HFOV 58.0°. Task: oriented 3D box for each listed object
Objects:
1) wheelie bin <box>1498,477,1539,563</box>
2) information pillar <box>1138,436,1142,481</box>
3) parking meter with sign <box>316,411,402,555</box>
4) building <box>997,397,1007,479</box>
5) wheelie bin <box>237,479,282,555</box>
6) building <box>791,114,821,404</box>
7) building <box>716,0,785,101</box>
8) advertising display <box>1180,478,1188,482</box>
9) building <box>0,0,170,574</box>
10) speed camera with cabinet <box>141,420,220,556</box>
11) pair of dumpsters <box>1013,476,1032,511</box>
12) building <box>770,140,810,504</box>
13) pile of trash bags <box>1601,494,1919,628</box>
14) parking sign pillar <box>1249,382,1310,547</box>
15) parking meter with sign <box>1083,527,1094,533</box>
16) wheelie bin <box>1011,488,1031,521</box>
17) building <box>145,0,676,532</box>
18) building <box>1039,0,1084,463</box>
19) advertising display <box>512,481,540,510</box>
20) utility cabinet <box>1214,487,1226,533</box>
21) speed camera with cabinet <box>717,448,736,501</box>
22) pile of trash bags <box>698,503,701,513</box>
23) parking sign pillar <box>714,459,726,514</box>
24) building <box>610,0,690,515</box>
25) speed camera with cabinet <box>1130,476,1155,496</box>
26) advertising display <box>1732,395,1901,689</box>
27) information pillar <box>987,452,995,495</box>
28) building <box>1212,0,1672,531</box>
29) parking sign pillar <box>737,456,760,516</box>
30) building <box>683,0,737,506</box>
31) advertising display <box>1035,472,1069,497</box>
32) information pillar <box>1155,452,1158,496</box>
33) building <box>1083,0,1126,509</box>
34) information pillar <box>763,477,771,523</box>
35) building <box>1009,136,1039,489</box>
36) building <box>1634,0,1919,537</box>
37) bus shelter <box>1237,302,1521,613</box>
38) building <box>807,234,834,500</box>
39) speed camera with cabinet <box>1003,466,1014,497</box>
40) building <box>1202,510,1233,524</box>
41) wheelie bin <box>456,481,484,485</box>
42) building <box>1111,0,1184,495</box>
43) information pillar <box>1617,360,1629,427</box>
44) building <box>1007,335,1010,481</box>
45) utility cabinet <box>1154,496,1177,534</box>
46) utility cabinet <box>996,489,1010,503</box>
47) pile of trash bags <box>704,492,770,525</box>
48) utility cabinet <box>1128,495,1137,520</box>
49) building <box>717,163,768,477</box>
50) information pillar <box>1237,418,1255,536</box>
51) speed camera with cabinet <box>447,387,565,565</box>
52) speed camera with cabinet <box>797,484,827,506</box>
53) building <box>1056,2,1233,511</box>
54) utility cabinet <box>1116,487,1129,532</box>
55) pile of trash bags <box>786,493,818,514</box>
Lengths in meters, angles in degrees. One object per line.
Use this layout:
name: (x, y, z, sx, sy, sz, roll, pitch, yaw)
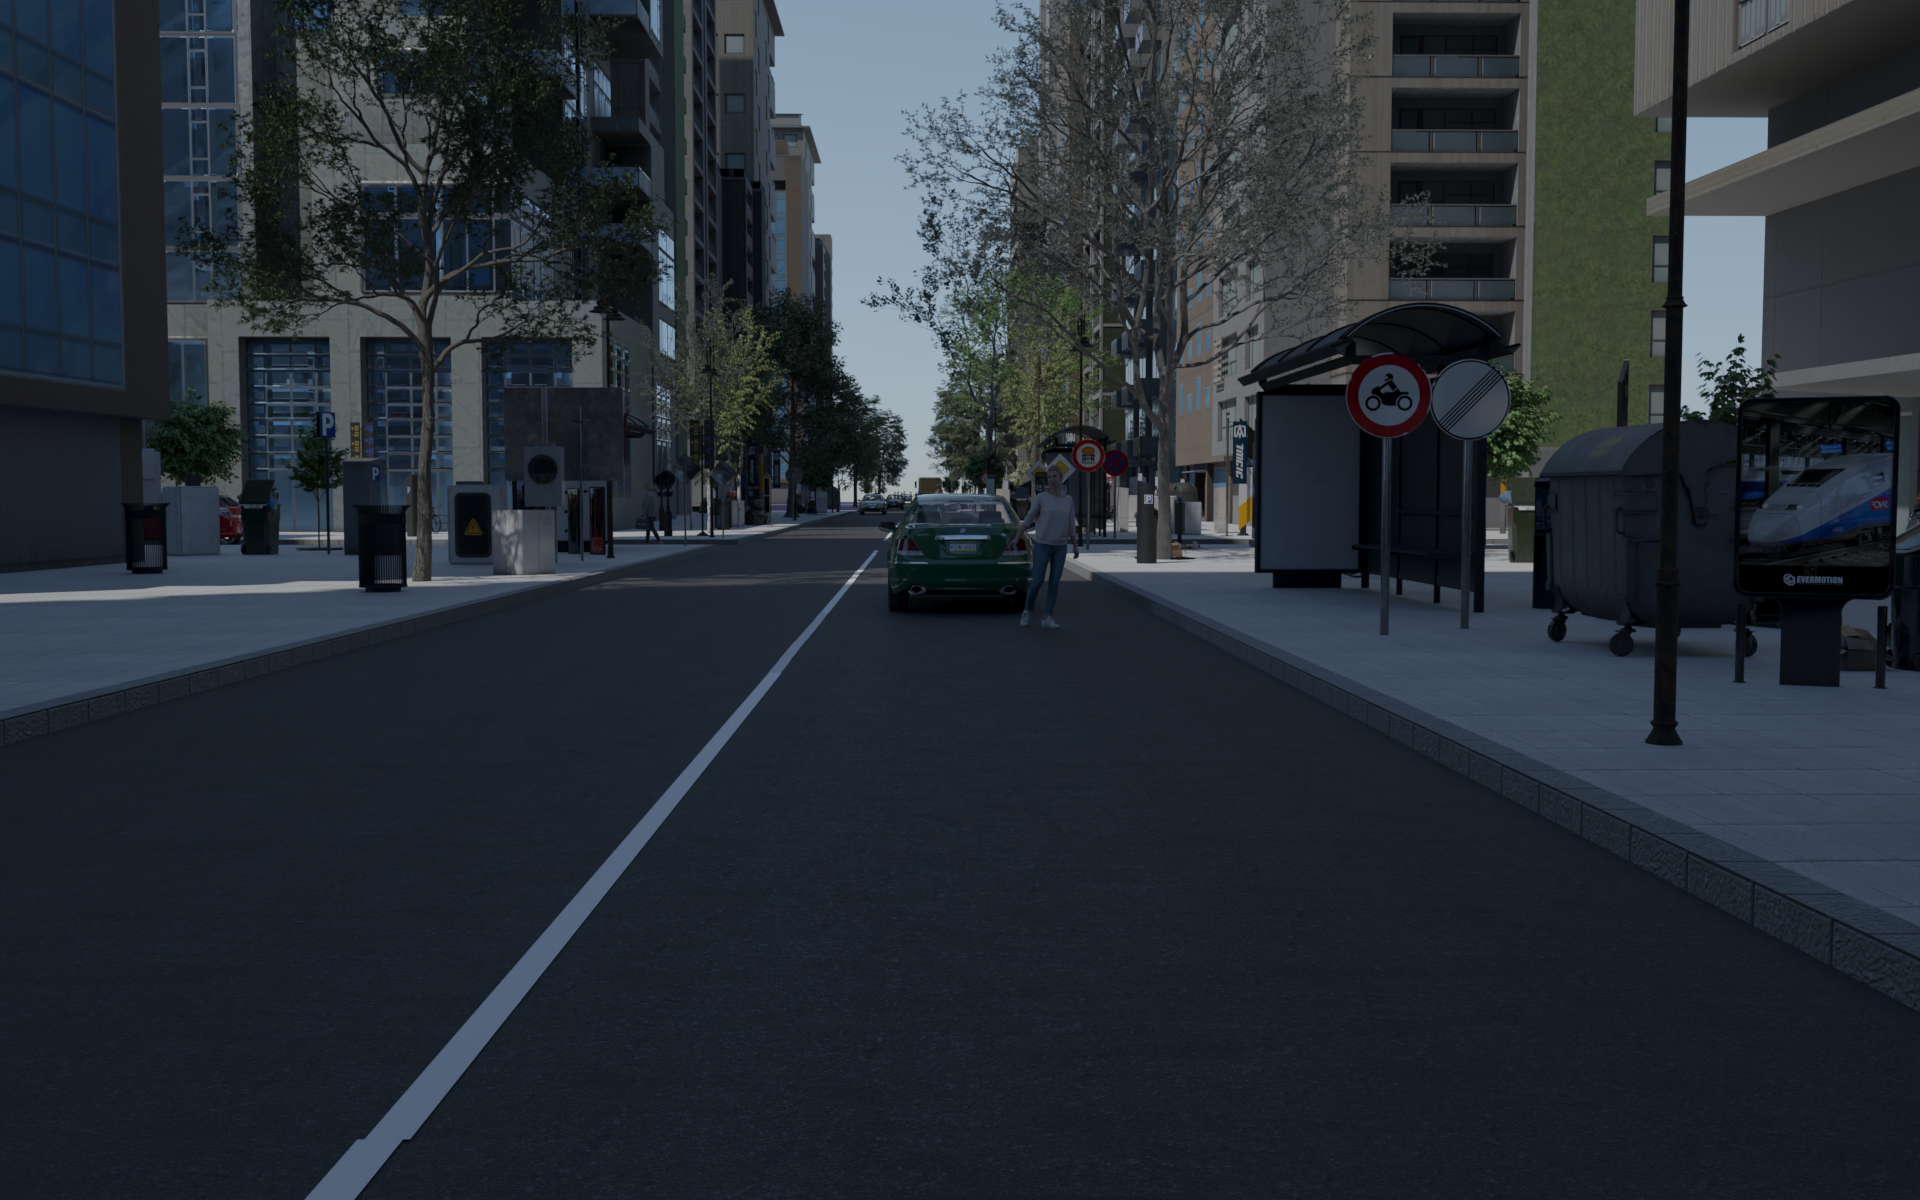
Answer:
wheelie bin: (10.590, -1.503, 32.480, 0.980, 1.594, 0.693, 0, 4, 7)
information pillar: (7.239, -4.789, 69.656, 0.183, 3.616, 0.504, 0, 4, -4)
parking meter with sign: (-12.623, -2.463, 36.532, 1.738, 3.016, 0.543, 1, 4, 15)
building: (20.186, -26.087, 271.559, 27.650, 21.520, 28.899, 0, 4, -1)
wheelie bin: (-14.870, -1.766, 36.774, 0.980, 1.594, 0.693, 0, 4, 6)
building: (-34.448, -40.023, 243.609, 28.713, 52.752, 27.495, 0, 4, -1)
building: (-32.689, -35.705, 173.009, 28.713, 52.752, 27.495, 0, 4, -1)
advertising display: (8.965, -3.928, 69.443, 0.123, 1.923, 0.974, 0, 4, -3)
building: (-22.101, -22.927, 24.970, 14.200, 45.320, 14.600, 0, 4, -1)
speed camera with cabinet: (-16.404, -2.540, 35.861, 0.660, 3.252, 2.038, 2, 4, 29)
pair of dumpsters: (3.848, -5.717, 95.959, 1.574, 2.255, 4.437, 0, 4, -1)
building: (-26.806, -35.050, 223.182, 14.600, 45.320, 14.200, 0, 4, -1)
pile of trash bags: (8.157, -0.449, 17.087, 3.447, 1.369, 1.912, 1, 4, 15)
parking sign pillar: (7.778, -3.277, 42.045, 1.447, 3.967, 1.447, 0, 3, 0)
parking meter with sign: (4.339, -3.795, 58.305, 0.543, 3.016, 1.738, 0, 4, -4)
wheelie bin: (2.986, -4.656, 84.031, 0.980, 1.594, 0.693, 0, 4, 7)
building: (-23.401, -46.359, 70.645, 22.319, 86.520, 31.000, 0, 4, -1)
building: (18.636, -38.972, 179.192, 21.231, 58.520, 28.212, 0, 4, -1)
advertising display: (-10.470, -2.241, 41.858, 0.123, 1.923, 0.974, 1, 4, 23)
utility cabinet: (8.597, -2.973, 57.281, 0.318, 1.500, 1.173, 0, 4, 3)
speed camera with cabinet: (-10.176, -4.964, 75.500, 0.660, 3.252, 2.038, 0, 4, -1)
pile of trash bags: (-15.709, -6.388, 114.199, 3.447, 1.369, 1.912, 3, 5, 45)
parking sign pillar: (-14.924, -7.335, 108.395, 1.447, 3.967, 1.447, 1, 4, 9)
building: (-24.111, -25.621, 102.505, 14.154, 41.232, 14.086, 0, 4, -1)
speed camera with cabinet: (9.763, -5.867, 90.267, 2.038, 3.252, 0.660, -3, 4, -37)
advertising display: (5.693, -0.388, 11.554, 0.974, 1.923, 0.123, 2, 4, 25)
information pillar: (1.705, -6.309, 94.499, 0.504, 3.616, 0.183, 0, 4, -4)
building: (17.616, -23.334, 65.100, 14.086, 41.232, 14.154, 0, 4, -1)
parking sign pillar: (-12.337, -6.898, 101.261, 1.447, 3.967, 1.447, -2, 4, -32)
building: (-27.438, -42.560, 134.102, 20.563, 71.187, 20.611, 0, 4, -1)
advertising display: (2.667, -2.763, 50.386, 0.974, 1.923, 0.123, 0, 4, -2)
information pillar: (9.604, -5.599, 82.900, 0.504, 3.616, 0.183, 1, 4, 18)
building: (18.936, -42.885, 139.425, 20.563, 71.187, 20.611, 0, 4, -1)
information pillar: (-8.504, -4.403, 76.474, 0.304, 2.012, 0.304, 0, 4, 5)
building: (17.766, -37.094, 230.191, 21.300, 48.544, 21.600, 0, 4, -1)
building: (26.835, -26.356, 20.160, 28.713, 52.752, 27.495, 0, 4, -1)
bus shelter: (4.857, -1.660, 21.073, 2.014, 3.302, 5.546, 0, 4, -1)
building: (-26.808, -35.552, 264.875, 14.154, 41.232, 14.086, 0, 4, -1)
speed camera with cabinet: (2.921, -7.723, 120.600, 0.660, 3.252, 2.038, 3, 5, 44)
building: (18.024, -26.293, 79.997, 14.600, 45.320, 14.200, 0, 4, -1)
wheelie bin: (-11.924, -2.089, 42.060, 0.980, 1.594, 0.693, -1, 4, -15)
building: (21.641, -30.008, 110.236, 23.786, 49.044, 30.456, 0, 4, -1)
information pillar: (11.496, -2.370, 30.102, 0.183, 3.616, 0.504, 2, 4, 33)
building: (13.680, -29.214, 249.350, 14.160, 30.474, 14.107, 0, 4, -1)
utility cabinet: (6.500, -2.757, 56.241, 1.020, 1.237, 0.306, 2, 4, 27)
utility cabinet: (1.882, -4.077, 75.345, 0.318, 1.500, 1.173, -1, 4, -14)
pile of trash bags: (-9.006, -3.754, 71.134, 1.912, 1.369, 3.447, 0, 4, 7)
utility cabinet: (8.443, -4.582, 86.075, 1.020, 1.237, 0.306, 1, 4, 23)
building: (-24.681, -23.326, 153.088, 14.160, 30.474, 14.107, 0, 4, -1)
information pillar: (8.819, -3.791, 53.344, 0.504, 3.616, 0.183, 0, 4, -3)
speed camera with cabinet: (-8.319, -2.288, 31.750, 2.038, 3.252, 0.660, 0, 4, -7)
speed camera with cabinet: (-10.049, -7.546, 117.719, 2.038, 3.252, 0.660, -2, 4, -33)
building: (16.236, -31.073, 158.159, 14.600, 45.320, 14.200, 0, 4, -1)
utility cabinet: (5.477, -3.051, 58.565, 0.318, 1.500, 1.173, 0, 4, -3)
pile of trash bags: (-10.463, -6.362, 113.778, 1.912, 1.369, 3.447, -1, 4, -13)
